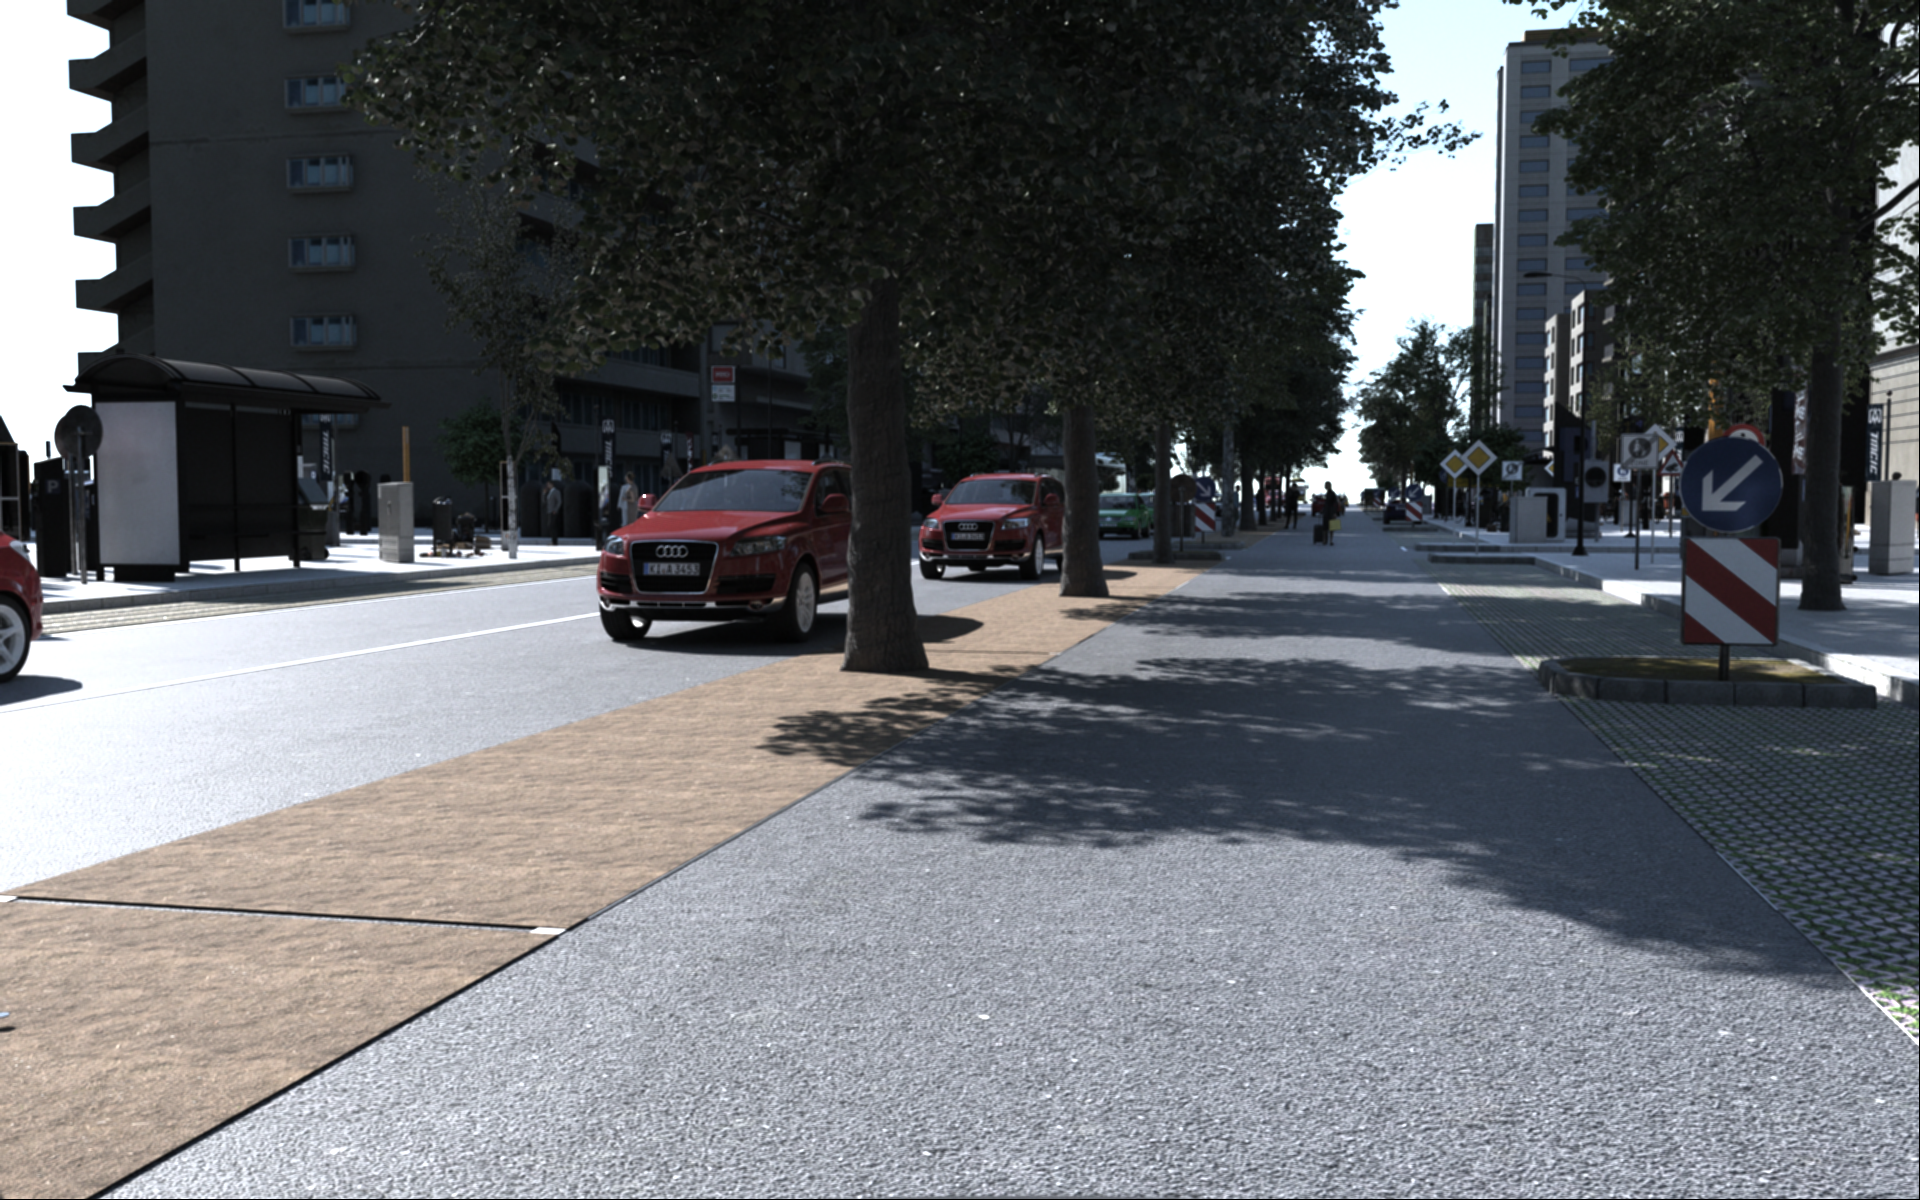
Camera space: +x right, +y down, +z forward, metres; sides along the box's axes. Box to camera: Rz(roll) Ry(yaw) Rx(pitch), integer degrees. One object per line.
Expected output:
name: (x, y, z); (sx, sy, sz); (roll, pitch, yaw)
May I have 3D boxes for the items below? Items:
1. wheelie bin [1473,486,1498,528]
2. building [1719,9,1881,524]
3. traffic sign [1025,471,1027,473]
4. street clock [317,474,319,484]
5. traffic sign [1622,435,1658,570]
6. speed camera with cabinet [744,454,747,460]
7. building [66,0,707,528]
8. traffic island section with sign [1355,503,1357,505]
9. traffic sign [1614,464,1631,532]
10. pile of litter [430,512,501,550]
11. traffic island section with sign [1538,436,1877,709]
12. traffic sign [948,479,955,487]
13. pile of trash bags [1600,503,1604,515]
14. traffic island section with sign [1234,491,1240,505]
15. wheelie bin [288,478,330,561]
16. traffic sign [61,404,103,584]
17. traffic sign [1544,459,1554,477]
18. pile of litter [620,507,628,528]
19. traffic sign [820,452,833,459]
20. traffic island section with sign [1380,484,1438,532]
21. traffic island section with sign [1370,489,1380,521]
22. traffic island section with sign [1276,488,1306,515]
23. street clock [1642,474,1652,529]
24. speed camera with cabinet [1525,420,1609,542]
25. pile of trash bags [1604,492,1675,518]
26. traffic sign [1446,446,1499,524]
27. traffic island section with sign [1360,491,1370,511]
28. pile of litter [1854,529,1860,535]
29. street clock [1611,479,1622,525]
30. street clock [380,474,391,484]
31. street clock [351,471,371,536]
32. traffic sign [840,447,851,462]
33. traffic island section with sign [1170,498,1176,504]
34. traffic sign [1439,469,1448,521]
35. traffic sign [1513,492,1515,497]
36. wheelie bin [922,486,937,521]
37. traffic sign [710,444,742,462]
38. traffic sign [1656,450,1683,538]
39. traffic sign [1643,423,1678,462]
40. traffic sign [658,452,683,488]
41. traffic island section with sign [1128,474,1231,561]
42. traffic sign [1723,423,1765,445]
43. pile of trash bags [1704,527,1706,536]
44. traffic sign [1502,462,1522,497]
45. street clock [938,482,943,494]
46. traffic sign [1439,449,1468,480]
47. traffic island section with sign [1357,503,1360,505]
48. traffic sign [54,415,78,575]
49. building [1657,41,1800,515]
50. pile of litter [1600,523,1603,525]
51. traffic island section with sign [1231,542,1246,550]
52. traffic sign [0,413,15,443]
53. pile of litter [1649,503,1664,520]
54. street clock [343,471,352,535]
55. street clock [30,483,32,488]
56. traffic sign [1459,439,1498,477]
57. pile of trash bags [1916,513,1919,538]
wheelie bin: (19.768, -3.518, 65.433); (0.693, 1.594, 0.980); (0, 4, 8)
building: (44.053, -15.410, 81.628); (12.332, 23.373, 15.834); (1, 4, 12)
traffic sign: (3.685, -5.829, 95.413); (0.768, 2.556, 0.104); (1, 4, 21)
street clock: (-22.821, -3.462, 61.181); (0.358, 2.002, 0.471); (-3, 4, -38)
traffic sign: (11.500, -1.666, 29.362); (0.606, 2.300, 0.079); (1, 4, 13)
speed camera with cabinet: (-10.728, -5.594, 85.802); (0.660, 3.252, 2.038); (1, 4, 17)
building: (-25.161, -27.687, 76.382); (21.300, 48.544, 21.600); (1, 4, 12)
traffic island section with sign: (51.928, -13.080, 222.479); (1.989, 1.847, 2.006); (1, 4, 12)
traffic sign: (22.284, -3.434, 58.269); (0.606, 2.300, 0.079); (1, 4, 15)
pile of litter: (-11.461, -1.620, 40.455); (1.719, 0.858, 1.176); (-1, 4, -11)
traffic island section with sign: (5.312, -0.242, 12.593); (1.989, 1.847, 2.006); (1, 4, 12)
traffic sign: (-0.245, -4.952, 80.967); (0.884, 2.594, 0.081); (1, 4, 20)
pile of trash bags: (39.183, -5.827, 105.019); (1.912, 1.369, 3.447); (-1, 4, -22)
traffic island section with sign: (35.563, -13.232, 224.969); (1.989, 1.847, 2.006); (1, 4, 12)
wheelie bin: (-12.718, -1.571, 33.588); (0.693, 1.594, 0.980); (1, 4, 15)
traffic sign: (-12.482, -1.498, 24.602); (0.768, 2.556, 0.104); (1, 4, 20)
traffic sign: (21.111, -3.771, 61.386); (0.795, 2.593, 0.064); (1, 4, 15)
pile of litter: (-12.613, -3.121, 64.990); (1.719, 0.858, 1.176); (0, 4, 0)
traffic sign: (-3.706, -2.802, 48.009); (0.795, 2.593, 0.064); (1, 4, 12)
traffic island section with sign: (17.278, -3.538, 66.481); (1.989, 1.847, 2.006); (1, 4, 12)
traffic island section with sign: (23.220, -5.171, 93.180); (1.989, 1.847, 2.006); (1, 4, 12)
traffic island section with sign: (22.732, -6.771, 118.837); (2.006, 1.907, 1.989); (1, 4, 12)
street clock: (24.879, -3.560, 62.777); (0.358, 2.002, 0.471); (2, 4, 32)
speed camera with cabinet: (16.213, -3.178, 46.292); (2.038, 3.252, 0.660); (1, 4, 11)
pile of trash bags: (37.126, -5.138, 93.758); (1.912, 1.369, 3.447); (-2, 4, -35)
traffic sign: (21.684, -4.841, 73.017); (2.265, 3.308, 0.079); (1, 4, 20)
traffic island section with sign: (34.100, -8.169, 142.192); (1.989, 1.847, 2.006); (1, 4, 12)
pile of litter: (27.720, -2.489, 54.667); (1.176, 0.858, 1.719); (1, 4, 13)
street clock: (27.574, -4.164, 72.655); (0.471, 2.002, 0.358); (3, 5, 43)
street clock: (-21.115, -3.615, 63.676); (0.358, 2.002, 0.471); (0, 4, 1)
street clock: (-18.472, -2.999, 53.602); (0.471, 2.002, 0.358); (0, 4, -6)
traffic sign: (-4.110, -4.938, 74.611); (2.265, 3.308, 0.079); (1, 4, 15)
traffic island section with sign: (17.901, -8.370, 145.478); (1.989, 1.847, 2.006); (1, 4, 12)
traffic sign: (23.038, -5.001, 81.875); (0.768, 2.556, 0.104); (1, 4, 20)
traffic sign: (21.114, -4.033, 66.046); (0.768, 2.556, 0.104); (1, 4, 16)
wheelie bin: (-1.330, -3.904, 71.733); (0.693, 1.594, 0.980); (2, 4, 32)
traffic sign: (-5.438, -2.326, 40.213); (0.795, 2.593, 0.064); (1, 4, 12)
traffic sign: (20.744, -3.087, 50.473); (0.884, 2.594, 0.081); (1, 4, 20)
traffic sign: (12.826, -1.971, 31.962); (0.795, 2.593, 0.064); (1, 4, 17)
traffic sign: (-8.942, -3.275, 53.543); (0.884, 2.594, 0.081); (1, 4, 20)
traffic island section with sign: (4.834, -1.842, 38.248); (2.006, 1.907, 1.989); (1, 4, 12)
traffic sign: (14.014, -1.895, 31.093); (0.768, 2.556, 0.104); (1, 4, 14)
pile of trash bags: (20.820, -2.221, 46.059); (1.912, 1.369, 3.447); (1, 4, 14)
traffic sign: (17.027, -3.140, 53.466); (0.606, 2.300, 0.079); (1, 4, 14)
street clock: (-1.202, -6.315, 107.822); (0.358, 2.002, 0.471); (1, 4, 11)
traffic sign: (12.685, -2.579, 44.361); (0.795, 2.593, 0.064); (1, 4, 12)
traffic island section with sign: (39.947, -9.779, 168.508); (1.989, 1.847, 2.006); (1, 4, 12)
traffic sign: (-13.973, -1.661, 27.265); (0.768, 2.556, 0.104); (1, 4, 19)
building: (49.494, -19.144, 100.401); (14.401, 28.519, 23.554); (1, 4, 12)
pile of litter: (25.897, -3.526, 71.611); (1.176, 0.858, 1.719); (0, 3, 0)
traffic island section with sign: (6.449, -2.284, 45.477); (2.006, 1.907, 1.989); (1, 4, 12)
traffic sign: (-15.056, -1.660, 27.148); (0.884, 2.594, 0.081); (1, 4, 15)
pile of litter: (34.980, -4.498, 87.515); (1.719, 0.858, 1.176); (-3, 5, -41)
street clock: (-19.216, -3.055, 54.523); (0.358, 2.002, 0.471); (0, 4, -3)
street clock: (-58.661, -6.407, 109.321); (0.471, 2.002, 0.358); (-3, 4, -37)
traffic sign: (10.954, -2.102, 36.565); (0.795, 2.593, 0.064); (1, 4, 12)
pile of trash bags: (28.716, -2.408, 49.122); (1.912, 1.369, 3.447); (-2, 4, -30)
